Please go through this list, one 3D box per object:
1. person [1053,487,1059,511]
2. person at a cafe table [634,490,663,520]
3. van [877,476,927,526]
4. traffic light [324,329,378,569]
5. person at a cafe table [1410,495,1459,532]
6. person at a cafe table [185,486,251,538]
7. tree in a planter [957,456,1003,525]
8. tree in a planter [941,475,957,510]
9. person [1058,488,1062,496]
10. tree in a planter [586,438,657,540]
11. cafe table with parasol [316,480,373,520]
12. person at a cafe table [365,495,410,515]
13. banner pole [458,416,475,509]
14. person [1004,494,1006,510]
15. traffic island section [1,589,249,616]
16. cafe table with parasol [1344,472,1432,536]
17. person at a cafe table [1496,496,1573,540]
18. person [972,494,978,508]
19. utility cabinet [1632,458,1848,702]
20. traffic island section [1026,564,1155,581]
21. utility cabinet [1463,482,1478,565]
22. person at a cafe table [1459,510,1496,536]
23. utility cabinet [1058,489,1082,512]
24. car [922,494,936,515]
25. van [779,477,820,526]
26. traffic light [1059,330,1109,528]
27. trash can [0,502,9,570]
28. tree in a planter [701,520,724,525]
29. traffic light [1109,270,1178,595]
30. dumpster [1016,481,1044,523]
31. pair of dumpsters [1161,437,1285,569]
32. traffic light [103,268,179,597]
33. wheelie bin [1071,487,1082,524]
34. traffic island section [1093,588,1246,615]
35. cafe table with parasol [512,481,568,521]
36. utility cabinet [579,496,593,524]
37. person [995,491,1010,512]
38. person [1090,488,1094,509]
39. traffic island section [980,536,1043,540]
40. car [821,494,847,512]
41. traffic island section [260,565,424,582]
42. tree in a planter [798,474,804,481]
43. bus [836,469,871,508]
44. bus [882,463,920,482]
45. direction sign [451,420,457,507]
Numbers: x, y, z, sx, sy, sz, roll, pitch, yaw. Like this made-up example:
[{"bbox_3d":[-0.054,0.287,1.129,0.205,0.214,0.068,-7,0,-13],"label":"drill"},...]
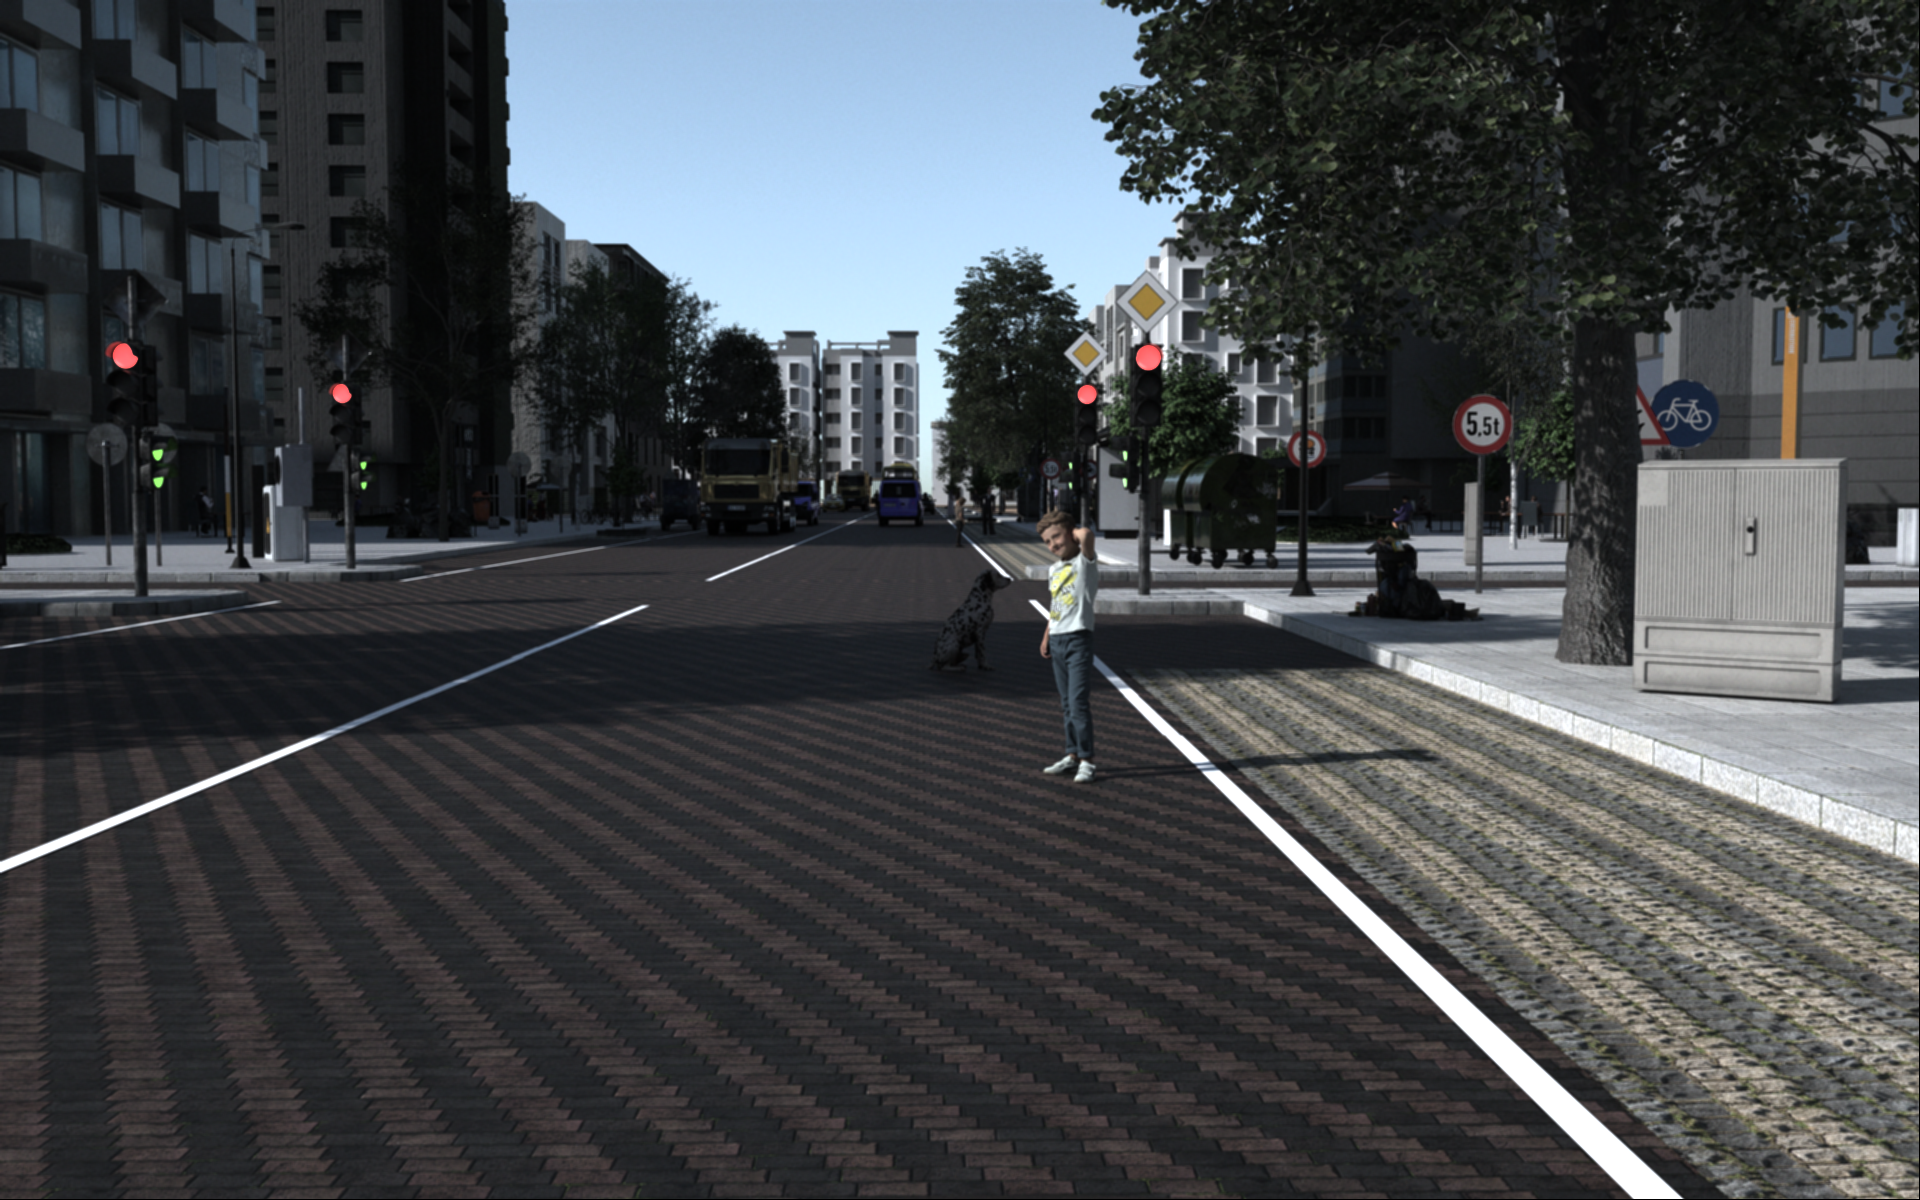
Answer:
[{"bbox_3d":[7.204,-7.560,129.515,0.709,1.838,0.599,1,4,17],"label":"person"},{"bbox_3d":[-15.337,-4.740,86.020,1.622,1.524,1.698,1,4,15],"label":"person at a cafe table"},{"bbox_3d":[-2.658,-4.542,78.652,2.240,2.365,5.245,0,4,1],"label":"van"},{"bbox_3d":[-10.432,-2.488,29.597,0.839,4.253,0.868,0,4,-1],"label":"traffic light"},{"bbox_3d":[16.265,-2.955,59.174,1.726,1.238,1.698,2,4,35],"label":"person at a cafe table"},{"bbox_3d":[-22.154,-2.618,51.318,1.698,1.524,1.622,1,4,20],"label":"person at a cafe table"},{"bbox_3d":[1.005,-5.171,81.771,1.991,3.239,1.994,0,4,-1],"label":"tree in a planter"},{"bbox_3d":[-0.723,-9.873,158.646,1.991,3.239,1.994,0,4,-1],"label":"tree in a planter"},{"bbox_3d":[7.600,-7.595,130.771,0.990,1.755,0.434,-1,4,-8],"label":"person"},{"bbox_3d":[-10.722,-3.535,55.025,1.991,3.239,1.994,0,4,-1],"label":"tree in a planter"},{"bbox_3d":[-30.190,-4.900,84.982,2.610,1.966,2.610,-1,4,-18],"label":"cafe table with parasol"},{"bbox_3d":[-26.580,-4.287,80.951,1.698,1.238,1.726,3,5,44],"label":"person at a cafe table"},{"bbox_3d":[-15.905,-4.021,55.754,0.401,3.779,0.863,2,4,25],"label":"banner pole"},{"bbox_3d":[3.261,-7.873,135.295,0.617,1.759,0.750,-3,5,-41],"label":"person"},{"bbox_3d":[-10.293,0.033,21.748,2.009,0.180,2.903,0,4,-1],"label":"traffic island section"},{"bbox_3d":[13.206,-2.975,53.508,2.610,1.966,2.610,1,4,22],"label":"cafe table with parasol"},{"bbox_3d":[16.488,-2.360,49.449,1.698,1.238,1.726,2,4,34],"label":"person at a cafe table"},{"bbox_3d":[1.398,-9.496,162.216,0.530,1.710,0.541,-1,4,-17],"label":"person"},{"bbox_3d":[4.904,-0.137,10.927,1.173,1.500,0.318,3,4,36],"label":"utility cabinet"},{"bbox_3d":[2.186,-0.473,30.010,2.009,0.180,2.903,0,4,-1],"label":"traffic island section"},{"bbox_3d":[9.337,-1.398,31.543,0.318,1.500,1.173,1,4,15],"label":"utility cabinet"},{"bbox_3d":[16.395,-2.592,53.247,1.726,1.238,1.698,1,4,11],"label":"person at a cafe table"},{"bbox_3d":[5.358,-4.588,83.695,1.173,1.500,0.318,0,4,-4],"label":"utility cabinet"},{"bbox_3d":[-2.667,-6.896,122.531,2.009,1.686,4.222,0,4,-2],"label":"car"},{"bbox_3d":[-7.532,-4.576,79.208,2.240,2.365,5.245,0,4,-1],"label":"van"},{"bbox_3d":[2.145,-2.506,29.896,0.839,4.253,0.868,0,4,-1],"label":"traffic light"},{"bbox_3d":[-16.496,-1.080,29.316,0.748,1.137,0.748,0,3,0],"label":"trash can"},{"bbox_3d":[-11.323,-5.183,81.962,1.991,3.239,1.994,0,4,-1],"label":"tree in a planter"},{"bbox_3d":[2.325,-2.018,21.912,0.839,4.253,0.868,0,4,-1],"label":"traffic light"},{"bbox_3d":[3.188,-4.436,78.287,1.264,1.857,1.865,0,4,-1],"label":"dumpster"},{"bbox_3d":[4.754,-1.778,31.558,1.574,2.255,4.437,0,4,-1],"label":"pair of dumpsters"},{"bbox_3d":[-10.253,-2.000,21.614,0.839,4.253,0.868,0,4,-1],"label":"traffic light"},{"bbox_3d":[5.148,-4.055,74.205,0.693,1.594,0.980,1,4,17],"label":"wheelie bin"},{"bbox_3d":[2.365,0.016,22.027,2.009,0.180,2.903,0,4,-1],"label":"traffic island section"},{"bbox_3d":[-20.355,-4.839,83.981,2.610,1.966,2.610,0,4,5],"label":"cafe table with parasol"},{"bbox_3d":[-16.226,-3.915,75.173,0.306,1.237,1.020,-2,4,-31],"label":"utility cabinet"},{"bbox_3d":[3.088,-7.418,127.403,1.350,1.814,0.705,2,4,35],"label":"person"},{"bbox_3d":[11.306,-8.791,149.650,0.709,1.838,0.599,-1,4,-8],"label":"person"},{"bbox_3d":[1.633,-1.945,54.669,1.991,0.108,1.994,0,4,-1],"label":"traffic island section"},{"bbox_3d":[-9.950,-7.735,136.689,2.015,1.641,3.980,0,4,-3],"label":"car"},{"bbox_3d":[-10.473,-0.456,29.731,2.009,0.180,2.903,0,4,-1],"label":"traffic island section"},{"bbox_3d":[-12.466,-8.263,132.318,1.991,3.239,1.994,0,4,-1],"label":"tree in a planter"},{"bbox_3d":[-10.682,-11.309,176.455,2.896,3.916,12.252,0,4,1],"label":"bus"},{"bbox_3d":[-4.738,-9.012,138.891,2.896,3.916,12.252,0,4,0],"label":"bus"},{"bbox_3d":[-15.606,-3.759,53.462,0.379,3.537,0.876,-1,4,-9],"label":"direction sign"}]
